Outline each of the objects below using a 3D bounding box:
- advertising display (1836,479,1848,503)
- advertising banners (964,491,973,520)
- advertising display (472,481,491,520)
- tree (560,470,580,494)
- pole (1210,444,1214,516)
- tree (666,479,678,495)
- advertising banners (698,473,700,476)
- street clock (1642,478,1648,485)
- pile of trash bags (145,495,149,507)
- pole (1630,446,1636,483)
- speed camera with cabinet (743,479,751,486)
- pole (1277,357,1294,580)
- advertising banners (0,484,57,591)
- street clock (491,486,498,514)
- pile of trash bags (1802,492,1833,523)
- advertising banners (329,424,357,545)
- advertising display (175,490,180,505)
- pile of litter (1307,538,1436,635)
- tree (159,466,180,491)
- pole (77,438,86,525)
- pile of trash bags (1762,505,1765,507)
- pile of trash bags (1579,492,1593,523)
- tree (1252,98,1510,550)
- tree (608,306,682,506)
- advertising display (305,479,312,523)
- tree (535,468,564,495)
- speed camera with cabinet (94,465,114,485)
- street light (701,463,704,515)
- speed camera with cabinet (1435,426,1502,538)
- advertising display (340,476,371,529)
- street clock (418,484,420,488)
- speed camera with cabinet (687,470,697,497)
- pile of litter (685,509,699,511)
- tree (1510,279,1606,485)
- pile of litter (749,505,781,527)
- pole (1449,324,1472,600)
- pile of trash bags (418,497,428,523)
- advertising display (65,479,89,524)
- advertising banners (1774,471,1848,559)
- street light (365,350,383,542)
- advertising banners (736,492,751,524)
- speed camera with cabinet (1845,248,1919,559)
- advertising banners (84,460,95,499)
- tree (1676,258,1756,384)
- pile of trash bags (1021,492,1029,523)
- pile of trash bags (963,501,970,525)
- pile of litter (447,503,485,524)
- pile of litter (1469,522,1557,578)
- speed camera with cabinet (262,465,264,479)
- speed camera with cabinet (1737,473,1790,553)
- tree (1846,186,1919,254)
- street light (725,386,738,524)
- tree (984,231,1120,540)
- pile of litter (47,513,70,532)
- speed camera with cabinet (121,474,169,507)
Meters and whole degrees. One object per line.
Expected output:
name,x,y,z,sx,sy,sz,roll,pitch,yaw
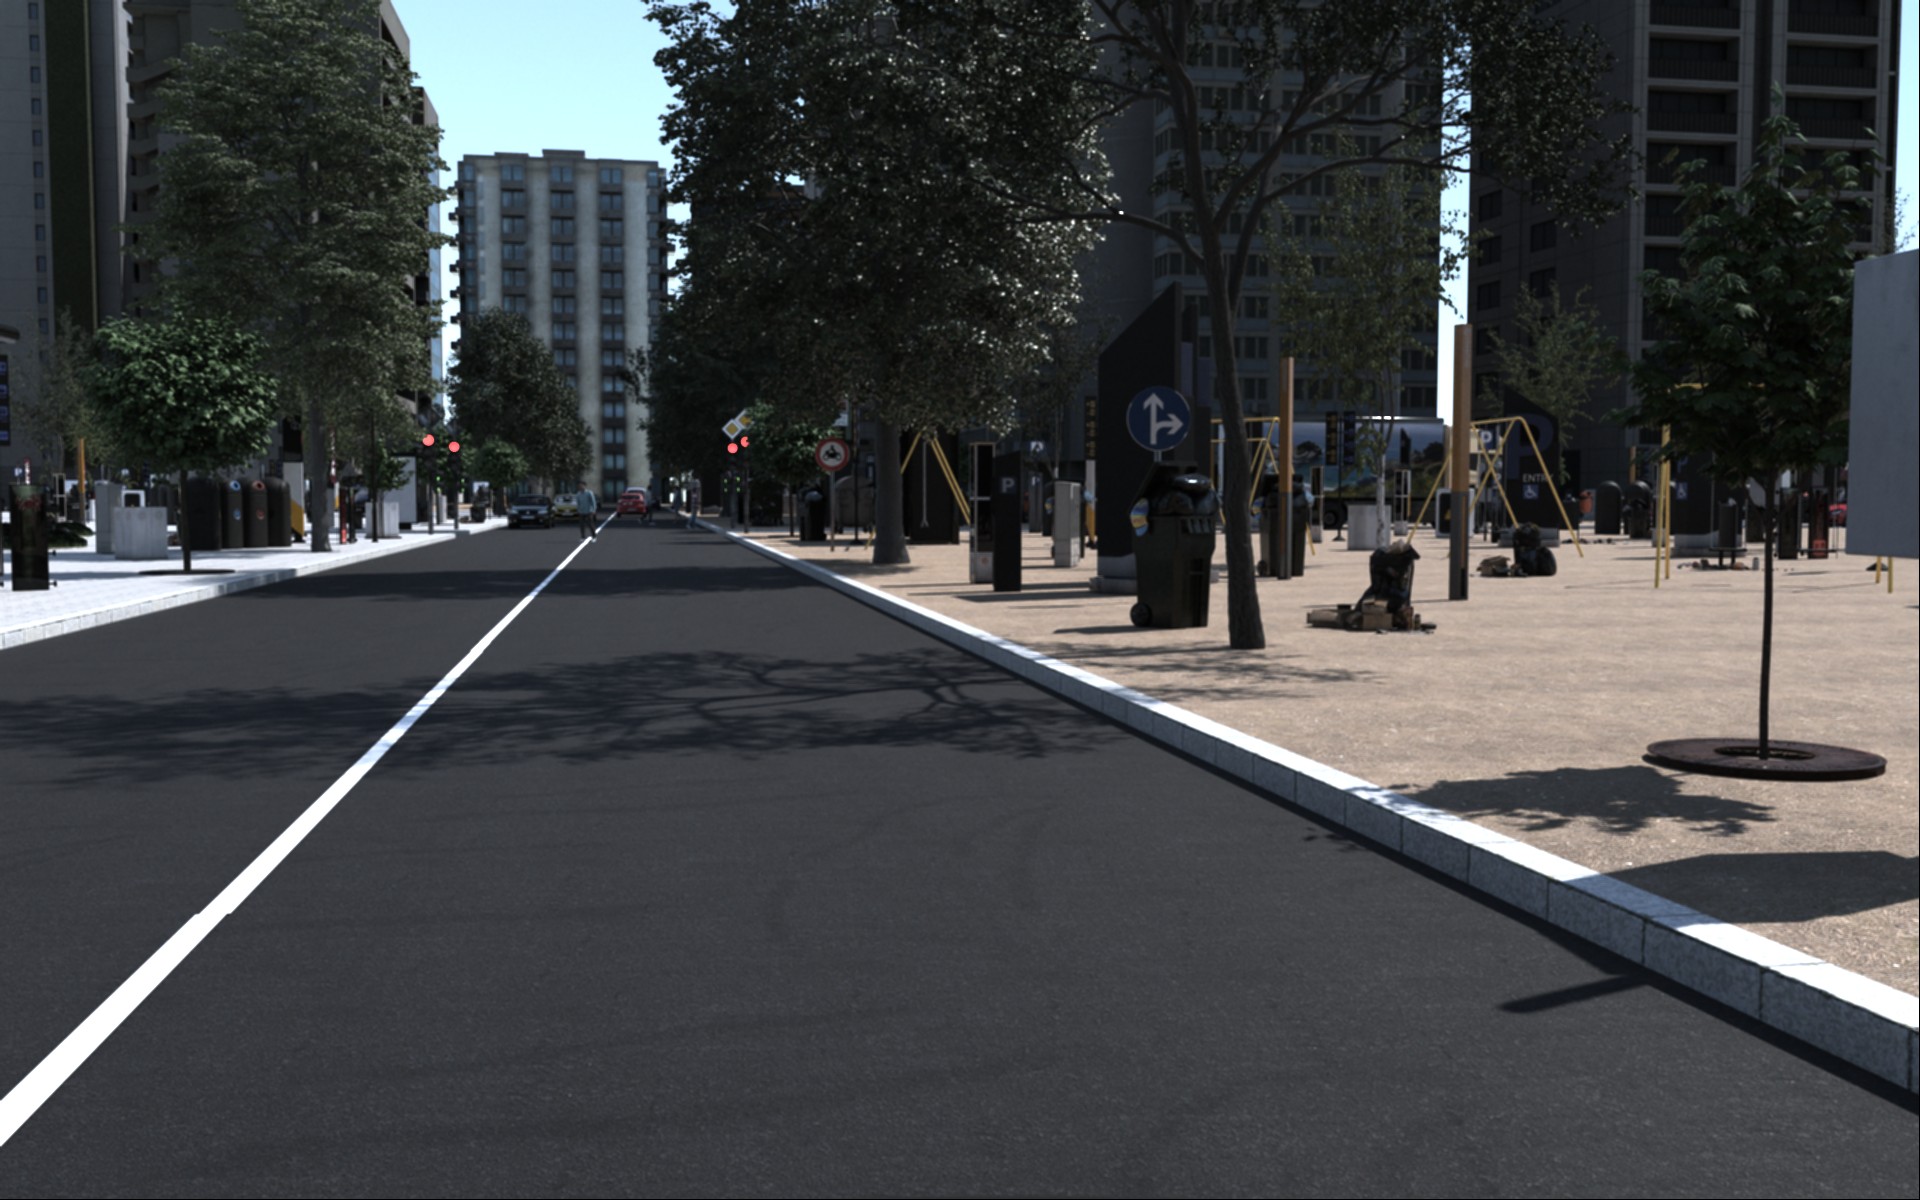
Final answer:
advertising display,37.076,-4.135,72.821,0.123,1.923,0.974,0,4,6
advertising banners,-0.244,-5.376,84.084,2.074,3.025,0.090,-2,4,-25
advertising display,-23.907,-4.978,86.596,0.974,1.923,0.123,1,4,17
tree,-45.755,-15.422,202.504,4.360,8.622,3.978,0,3,0
pole,10.184,-4.666,70.139,0.158,3.312,0.155,0,3,0
tree,-33.541,-12.730,202.734,1.663,3.219,1.824,0,3,0
advertising banners,-20.054,-8.740,139.079,2.074,3.025,0.090,-1,4,-19
street clock,31.171,-4.545,78.876,0.358,2.002,0.471,2,4,29
pile of trash bags,-54.110,-6.422,114.758,3.447,1.369,1.912,0,4,-5
pole,28.535,-4.873,73.512,0.158,3.312,0.155,0,3,0
speed camera with cabinet,-12.582,-6.981,108.475,2.038,3.252,0.660,1,4,10
pole,4.872,-1.961,25.913,0.158,3.312,0.155,0,3,0
advertising banners,-12.825,-1.603,22.389,0.090,3.025,2.074,3,5,41
street clock,-30.638,-6.693,113.993,0.358,2.002,0.471,2,4,30
pile of trash bags,37.818,-4.067,76.246,1.912,1.369,3.447,0,4,-4
advertising banners,-15.734,-2.932,44.131,0.090,3.025,2.074,0,4,-3
advertising display,-24.196,-2.989,54.078,0.123,1.923,0.974,0,4,3
pile of litter,3.941,-0.164,16.644,1.176,0.858,1.719,0,4,3
tree,-22.040,-3.382,49.901,1.663,3.219,1.824,0,3,0
pole,-32.213,-4.261,63.515,0.158,3.312,0.155,0,3,0
pile of trash bags,34.566,-4.093,76.678,1.912,1.369,3.447,3,5,40
pile of trash bags,26.560,-4.075,76.373,3.447,1.369,1.912,-2,4,-27
tree,7.514,-4.978,31.755,4.737,8.622,4.395,0,3,0
tree,-29.524,-19.629,176.817,12.611,20.169,13.585,0,3,0
advertising display,-28.871,-4.376,76.766,0.123,1.923,0.974,-2,4,-32
tree,-34.439,-11.824,143.678,4.737,8.622,4.395,0,3,0
speed camera with cabinet,-64.105,-8.235,128.971,2.038,3.252,0.660,-1,4,-23
street light,-15.763,-8.132,105.741,0.468,5.910,1.993,-1,4,-11
speed camera with cabinet,14.937,-3.437,50.533,0.660,3.252,2.038,-3,5,-45
advertising display,-22.073,-3.556,63.358,0.974,1.923,0.123,0,4,-3
street clock,-27.288,-5.024,86.716,0.471,2.002,0.358,2,4,33
speed camera with cabinet,-17.697,-7.614,118.820,2.038,3.252,0.660,-1,4,-10
pile of litter,-20.438,-7.265,132.753,1.176,0.858,1.719,-1,4,-20
tree,19.911,-6.624,58.666,4.737,8.622,4.395,0,3,0
pile of litter,-7.871,-3.341,68.596,1.719,0.858,1.176,2,4,35
pole,6.039,-1.654,20.890,0.158,3.312,0.155,0,3,0
pile of trash bags,-24.690,-4.129,77.267,1.912,1.369,3.447,-1,4,-15
advertising display,-38.105,-4.250,74.705,0.974,1.923,0.123,-1,4,-15
advertising banners,16.993,-2.329,34.265,2.074,3.025,0.090,-1,4,-19
street light,-15.617,-4.482,46.063,0.468,5.910,1.993,-1,4,-11
advertising banners,-8.761,-4.828,75.119,2.074,3.025,0.090,-2,4,-32
speed camera with cabinet,4.369,-0.733,6.321,2.038,3.252,0.660,0,4,-5
advertising banners,-44.214,-5.641,88.418,0.090,3.025,2.074,1,4,14
tree,22.430,-6.088,49.909,4.737,8.622,4.395,0,3,0
pile of trash bags,2.685,-4.050,75.963,1.912,1.369,3.447,-1,4,-10
pile of trash bags,-1.339,-3.805,71.957,3.447,1.369,1.912,0,4,-6
pile of litter,-21.558,-3.800,76.097,1.176,0.858,1.719,2,4,23
pile of litter,8.654,-0.809,27.187,1.719,0.858,1.176,-2,4,-24
speed camera with cabinet,-47.668,-7.529,117.434,0.660,3.252,2.038,-3,5,-40
speed camera with cabinet,17.006,-2.665,37.902,2.038,3.252,0.660,3,5,43
tree,22.694,-5.560,41.275,4.360,8.622,3.978,0,3,0
street light,-9.634,-6.134,73.074,0.468,5.910,1.993,-1,4,-11
tree,2.454,-5.996,48.403,4.360,8.622,3.978,0,3,0
pile of litter,-23.316,-1.840,44.041,1.719,0.858,1.176,-2,4,-25
speed camera with cabinet,-36.119,-5.033,76.631,2.038,3.252,0.660,-3,5,-40
